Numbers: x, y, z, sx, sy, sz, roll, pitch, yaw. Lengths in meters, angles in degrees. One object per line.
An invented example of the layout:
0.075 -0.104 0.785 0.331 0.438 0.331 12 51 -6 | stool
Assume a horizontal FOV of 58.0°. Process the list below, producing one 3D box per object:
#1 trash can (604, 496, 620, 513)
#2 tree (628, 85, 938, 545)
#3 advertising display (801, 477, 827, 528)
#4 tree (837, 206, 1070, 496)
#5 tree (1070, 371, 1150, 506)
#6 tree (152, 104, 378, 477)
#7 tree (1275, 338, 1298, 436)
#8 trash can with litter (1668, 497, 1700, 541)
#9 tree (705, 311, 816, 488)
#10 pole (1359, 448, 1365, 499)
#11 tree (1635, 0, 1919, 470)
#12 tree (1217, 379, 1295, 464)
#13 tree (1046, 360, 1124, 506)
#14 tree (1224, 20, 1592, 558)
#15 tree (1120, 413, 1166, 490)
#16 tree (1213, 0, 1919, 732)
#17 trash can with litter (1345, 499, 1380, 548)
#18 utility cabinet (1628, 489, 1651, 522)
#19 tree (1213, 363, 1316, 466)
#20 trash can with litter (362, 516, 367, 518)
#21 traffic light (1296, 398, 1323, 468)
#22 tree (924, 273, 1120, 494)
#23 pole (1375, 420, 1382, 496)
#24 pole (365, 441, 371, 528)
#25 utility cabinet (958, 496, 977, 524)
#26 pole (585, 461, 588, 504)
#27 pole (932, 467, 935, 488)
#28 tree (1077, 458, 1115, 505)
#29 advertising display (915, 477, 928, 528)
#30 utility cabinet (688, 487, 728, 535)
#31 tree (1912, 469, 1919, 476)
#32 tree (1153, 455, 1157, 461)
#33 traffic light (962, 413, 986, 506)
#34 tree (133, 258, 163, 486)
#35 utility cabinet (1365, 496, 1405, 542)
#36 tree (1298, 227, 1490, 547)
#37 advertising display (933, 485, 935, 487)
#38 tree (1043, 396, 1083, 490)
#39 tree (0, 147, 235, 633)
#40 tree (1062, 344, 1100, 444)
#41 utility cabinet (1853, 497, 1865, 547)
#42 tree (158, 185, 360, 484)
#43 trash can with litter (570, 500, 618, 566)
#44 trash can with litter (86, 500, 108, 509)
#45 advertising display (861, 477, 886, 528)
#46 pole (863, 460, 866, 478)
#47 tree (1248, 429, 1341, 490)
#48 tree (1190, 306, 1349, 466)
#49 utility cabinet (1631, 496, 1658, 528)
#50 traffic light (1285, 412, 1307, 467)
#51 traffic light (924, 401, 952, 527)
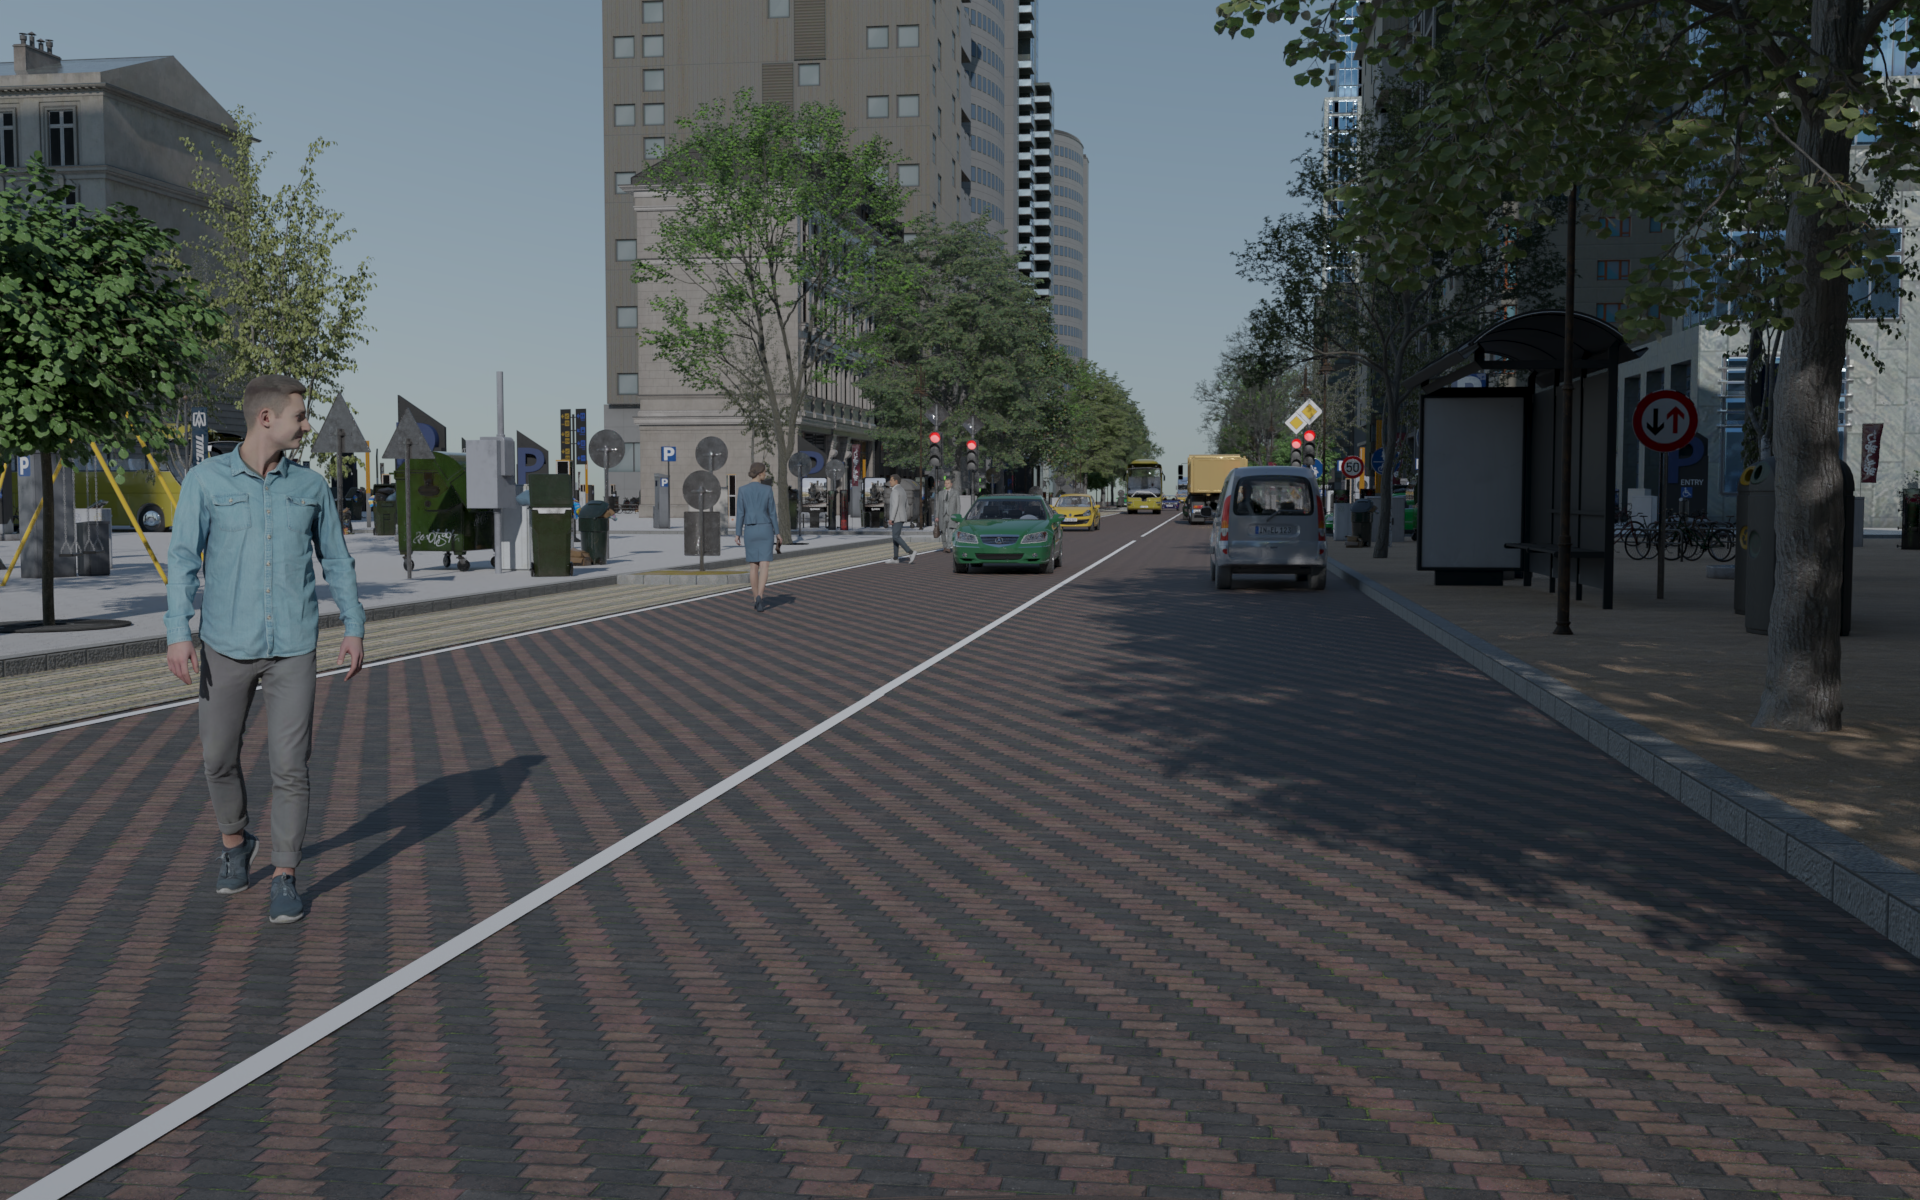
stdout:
-20.655 -5.523 101.962 0.748 1.137 0.748 0 3 0 | trash can
-4.418 -7.209 43.616 9.928 11.665 9.643 0 3 0 | tree
-5.505 -3.689 65.522 0.974 1.923 0.123 0 4 -6 | advertising display
-0.289 -10.355 75.958 9.857 13.997 8.962 0 3 0 | tree
14.683 -16.644 178.782 9.857 13.997 8.962 0 3 0 | tree
-13.054 -5.058 33.058 4.737 8.622 4.395 0 3 0 | tree
14.663 -7.368 70.830 4.360 8.622 3.978 0 3 0 | tree
19.736 -2.231 47.530 1.678 1.210 2.233 2 4 24 | trash can with litter
-7.867 -7.218 68.370 4.360 8.622 3.978 0 3 0 | tree
17.640 -5.027 76.029 0.158 3.312 0.155 0 3 0 | pole
10.996 -4.443 23.005 4.360 8.622 3.978 0 3 0 | tree
28.459 -15.143 164.601 9.611 12.733 9.660 0 3 0 | tree
11.024 -13.963 146.420 7.486 12.596 7.792 0 3 0 | tree
8.719 -6.106 34.240 7.601 10.594 8.767 2 4 32 | tree
22.682 -19.212 231.118 9.611 12.733 9.660 0 3 0 | tree
5.040 -5.575 9.271 7.486 12.596 7.792 0 3 0 | tree
9.633 -1.847 41.592 0.624 1.170 1.055 2 4 29 | trash can with litter
27.449 -3.749 69.970 0.318 1.500 1.173 -1 4 -11 | utility cabinet
22.120 -12.218 125.518 9.928 11.665 9.643 0 3 0 | tree
-31.648 -4.927 91.608 2.233 1.210 1.678 -1 4 -9 | trash can with litter
10.209 -3.785 50.811 0.839 4.253 0.868 1 4 8 | traffic light
2.106 -10.534 89.239 9.611 12.733 9.660 0 3 0 | tree
11.527 -3.295 47.715 0.158 3.312 0.155 0 3 0 | pole
-22.630 -4.427 66.222 0.158 3.312 0.155 0 3 0 | pole
0.220 -3.815 73.533 1.020 1.237 0.306 2 4 32 | utility cabinet
-22.703 -6.817 105.293 0.158 3.312 0.155 0 3 0 | pole
-1.958 -8.285 129.300 0.158 3.312 0.155 0 3 0 | pole
12.227 -10.550 156.199 4.285 4.588 4.351 0 3 0 | tree
-1.493 -3.763 66.731 0.123 1.923 0.974 -2 4 -24 | advertising display
-7.729 -2.719 53.138 1.173 1.500 0.318 -1 4 -14 | utility cabinet
35.976 -4.202 63.303 1.663 3.219 1.824 0 3 0 | tree
30.439 -20.337 282.869 4.737 8.622 4.395 0 3 0 | tree
0.465 -4.365 60.284 0.839 4.253 0.868 1 4 8 | traffic light
-22.555 -6.122 50.462 4.360 8.622 3.978 0 3 0 | tree
11.368 -2.154 46.379 1.020 1.237 0.306 0 4 3 | utility cabinet
10.665 -5.595 41.835 4.360 8.622 3.978 0 3 0 | tree
-1.628 -7.341 125.237 0.123 1.923 0.974 2 4 34 | advertising display
7.197 -10.761 126.307 4.360 8.622 3.978 0 3 0 | tree
-8.714 -2.002 16.450 4.285 4.588 4.351 0 3 0 | tree
5.309 -11.608 115.552 9.928 11.665 9.643 0 3 0 | tree
21.418 -1.896 42.169 1.020 1.237 0.306 0 4 5 | utility cabinet
-16.119 -5.555 41.191 4.360 8.622 3.978 0 3 0 | tree
-6.652 -1.210 31.165 0.624 1.170 1.055 1 4 14 | trash can with litter
-17.386 -1.400 34.273 1.055 1.170 0.624 0 4 -6 | trash can with litter
-3.232 -3.695 65.621 0.974 1.923 0.123 -2 4 -33 | advertising display
-5.649 -6.641 102.417 0.158 3.312 0.155 0 3 0 | pole
16.043 -5.911 80.361 4.285 4.588 4.351 0 3 0 | tree
19.921 -12.361 112.469 12.009 13.543 11.850 0 3 0 | tree
26.056 -3.350 65.931 0.306 1.237 1.020 -1 4 -23 | utility cabinet
11.363 -4.269 58.713 0.839 4.253 0.868 1 4 8 | traffic light
-0.690 -3.881 52.382 0.839 4.253 0.868 1 4 8 | traffic light
